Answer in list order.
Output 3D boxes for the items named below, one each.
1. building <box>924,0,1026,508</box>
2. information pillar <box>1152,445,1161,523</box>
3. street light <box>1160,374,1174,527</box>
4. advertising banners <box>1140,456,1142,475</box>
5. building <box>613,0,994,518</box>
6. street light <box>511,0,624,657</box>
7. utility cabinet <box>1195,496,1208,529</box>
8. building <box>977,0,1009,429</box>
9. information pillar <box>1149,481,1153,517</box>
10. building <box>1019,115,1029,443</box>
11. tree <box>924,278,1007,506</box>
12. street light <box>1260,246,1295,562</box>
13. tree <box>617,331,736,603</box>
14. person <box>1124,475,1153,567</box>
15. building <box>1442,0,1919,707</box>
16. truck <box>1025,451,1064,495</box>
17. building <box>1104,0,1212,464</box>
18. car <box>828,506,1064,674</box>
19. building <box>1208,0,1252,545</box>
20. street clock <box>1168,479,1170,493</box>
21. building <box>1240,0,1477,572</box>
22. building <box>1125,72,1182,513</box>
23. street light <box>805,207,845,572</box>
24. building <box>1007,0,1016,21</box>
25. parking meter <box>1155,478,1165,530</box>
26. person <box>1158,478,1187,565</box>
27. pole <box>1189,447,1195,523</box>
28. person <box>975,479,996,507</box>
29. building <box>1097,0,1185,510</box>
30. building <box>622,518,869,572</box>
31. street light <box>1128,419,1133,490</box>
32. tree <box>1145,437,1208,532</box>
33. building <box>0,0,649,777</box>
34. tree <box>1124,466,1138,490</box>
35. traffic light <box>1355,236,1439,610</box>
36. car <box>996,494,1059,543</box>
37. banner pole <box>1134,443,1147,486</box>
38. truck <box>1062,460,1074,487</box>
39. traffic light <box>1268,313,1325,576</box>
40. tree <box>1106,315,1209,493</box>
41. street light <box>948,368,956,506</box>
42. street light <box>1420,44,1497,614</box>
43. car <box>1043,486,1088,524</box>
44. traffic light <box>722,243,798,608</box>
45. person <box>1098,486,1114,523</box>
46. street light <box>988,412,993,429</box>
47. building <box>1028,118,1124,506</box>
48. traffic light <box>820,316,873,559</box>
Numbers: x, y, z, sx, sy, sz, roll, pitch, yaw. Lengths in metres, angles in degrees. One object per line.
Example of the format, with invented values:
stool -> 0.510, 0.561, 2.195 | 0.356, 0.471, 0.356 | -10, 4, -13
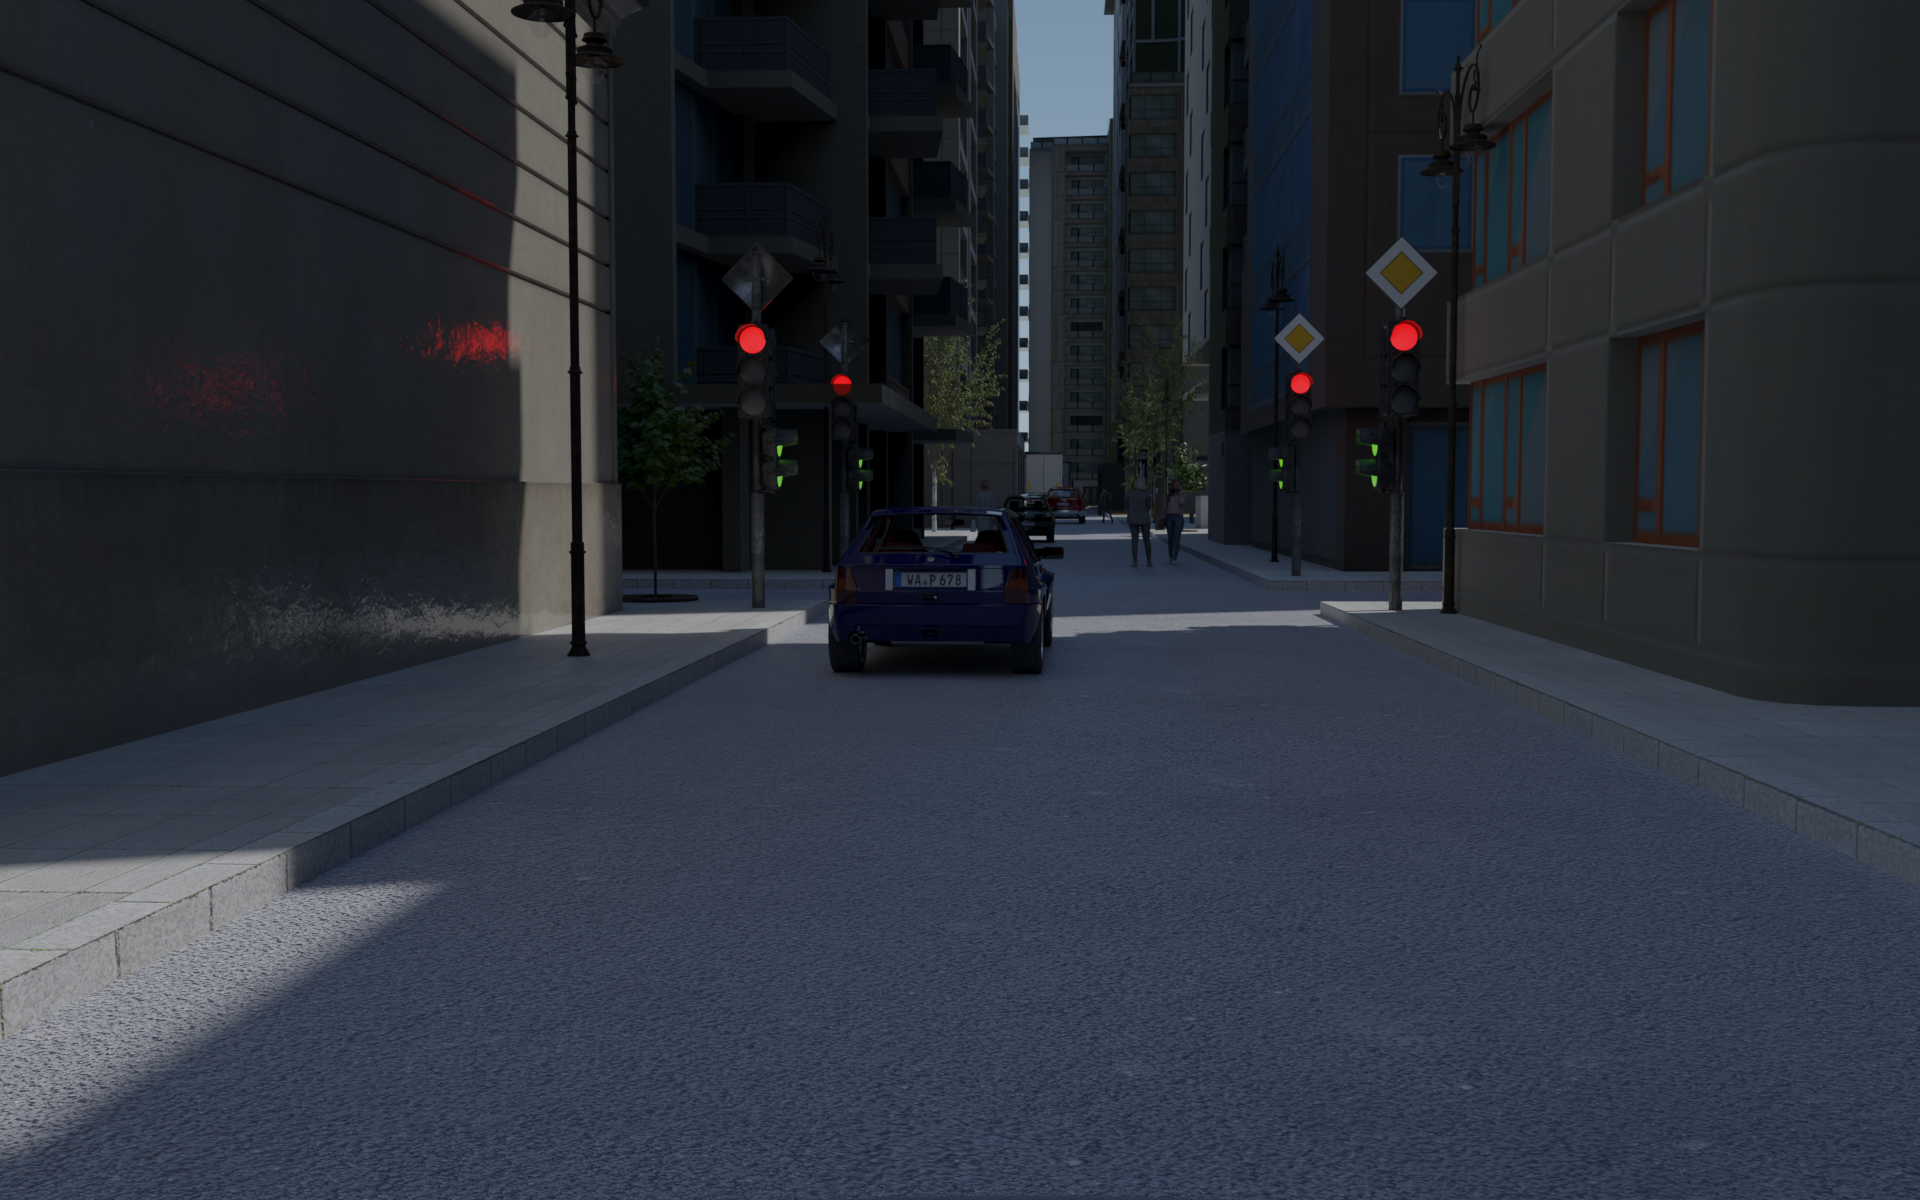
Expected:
building -> -7.443, -38.888, 74.071 | 20.563, 71.187, 20.611 | 0, 4, 3
information pillar -> 8.800, -5.267, 77.466 | 0.183, 3.616, 0.504 | 3, 5, 42
street light -> 7.970, -5.756, 66.897 | 0.468, 5.910, 1.993 | 0, 4, 3
advertising banners -> 8.252, -5.026, 78.365 | 0.090, 3.025, 2.074 | 0, 4, 1
building -> -9.026, -28.278, 116.964 | 22.147, 44.769, 28.867 | 0, 4, 3
street light -> -3.023, -2.493, 13.555 | 0.468, 5.910, 1.993 | 0, 4, 3
utility cabinet -> 9.215, -3.259, 64.442 | 1.020, 1.237, 0.306 | -2, 4, -35
building -> -3.346, -27.839, 138.766 | 14.154, 41.232, 14.086 | 0, 4, 3
information pillar -> 10.628, -5.566, 95.495 | 0.304, 2.012, 0.304 | -1, 4, -19
building -> -7.399, -35.337, 197.367 | 30.456, 49.044, 23.786 | 0, 4, 3
tree -> -0.628, -6.599, 58.252 | 4.737, 8.622, 4.395 | 0, 3, 0
street light -> 5.931, -3.651, 32.488 | 0.468, 5.910, 1.993 | 0, 4, 3
tree -> -3.650, -1.594, 20.663 | 1.663, 3.219, 1.824 | 0, 3, 0
person -> 3.511, -1.554, 34.094 | 0.537, 1.800, 0.526 | 1, 4, 21
building -> 18.396, -9.697, 3.585 | 27.650, 21.520, 28.899 | 0, 4, 3
truck -> 5.740, -7.955, 118.980 | 2.839, 4.237, 11.283 | 0, 4, 3
building -> 28.117, -35.040, 162.148 | 28.713, 52.752, 27.495 | 0, 4, 3
car -> -0.074, -0.161, 15.211 | 1.945, 1.354, 3.894 | 0, 4, 5
building -> 14.063, -16.977, 49.270 | 14.160, 30.474, 14.107 | 0, 4, 3
street clock -> 9.777, -4.688, 81.224 | 0.471, 2.002, 0.358 | 3, 5, 42
building -> 13.409, -23.444, 33.421 | 14.200, 45.320, 14.600 | 0, 4, 3
building -> 18.646, -21.423, 121.959 | 14.160, 30.474, 14.107 | 0, 4, 3
street light -> -2.188, -3.393, 28.269 | 0.468, 5.910, 1.993 | 0, 4, 3
building -> -2.090, -30.740, 152.710 | 14.600, 45.320, 14.200 | 0, 4, 3
parking meter -> 7.084, -3.403, 61.354 | 0.255, 1.863, 0.399 | -1, 4, -17
person -> 4.364, -1.607, 35.360 | 0.593, 1.750, 0.643 | 2, 4, 27
pole -> 10.125, -5.001, 75.605 | 0.158, 3.312, 0.155 | 0, 3, 0
person -> 0.565, -1.996, 41.494 | 0.694, 1.780, 0.624 | 0, 4, 7
building -> 21.597, -42.792, 137.905 | 20.563, 71.187, 20.611 | 0, 4, 3
building -> -11.090, -23.619, 40.802 | 22.147, 44.769, 28.867 | 0, 4, 3
street light -> 9.912, -7.862, 101.326 | 0.468, 5.910, 1.993 | 0, 4, 3
tree -> 7.563, -3.933, 58.900 | 1.663, 3.219, 1.824 | 0, 3, 0
building -> -18.333, -10.927, 11.937 | 30.059, 22.955, 16.112 | 0, 4, 3
tree -> 11.831, -7.372, 115.128 | 1.663, 3.219, 1.824 | 0, 3, 0
traffic light -> 4.796, -1.842, 19.037 | 0.839, 4.253, 0.868 | 0, 4, 3
car -> 2.011, -2.618, 52.585 | 2.009, 1.686, 4.222 | 0, 4, 2
banner pole -> 8.812, -5.809, 84.990 | 0.863, 3.779, 0.401 | 2, 4, 28
truck -> 8.319, -9.847, 149.912 | 2.839, 4.237, 11.283 | 0, 4, 5
traffic light -> 5.245, -2.330, 27.010 | 0.839, 4.253, 0.868 | 0, 4, 3
tree -> 8.225, -7.365, 70.782 | 4.737, 8.622, 4.395 | 0, 3, 0
street light -> -0.277, -5.492, 62.575 | 0.468, 5.910, 1.993 | 0, 4, 3
street light -> 5.252, -2.792, 18.431 | 0.468, 5.910, 1.993 | 0, 4, 3
car -> 5.136, -4.664, 84.937 | 2.281, 1.827, 5.304 | 0, 4, 5
traffic light -> -2.255, -1.865, 19.417 | 0.839, 4.253, 0.868 | 0, 4, 3
person -> 7.213, -4.722, 85.665 | 0.622, 1.834, 0.822 | -2, 4, -26
street light -> 1.721, -7.611, 97.227 | 0.468, 5.910, 1.993 | 0, 4, 3
building -> 14.582, -31.086, 191.846 | 14.086, 41.232, 14.154 | 0, 4, 3
traffic light -> -1.806, -2.353, 27.389 | 0.839, 4.253, 0.868 | 0, 4, 3
